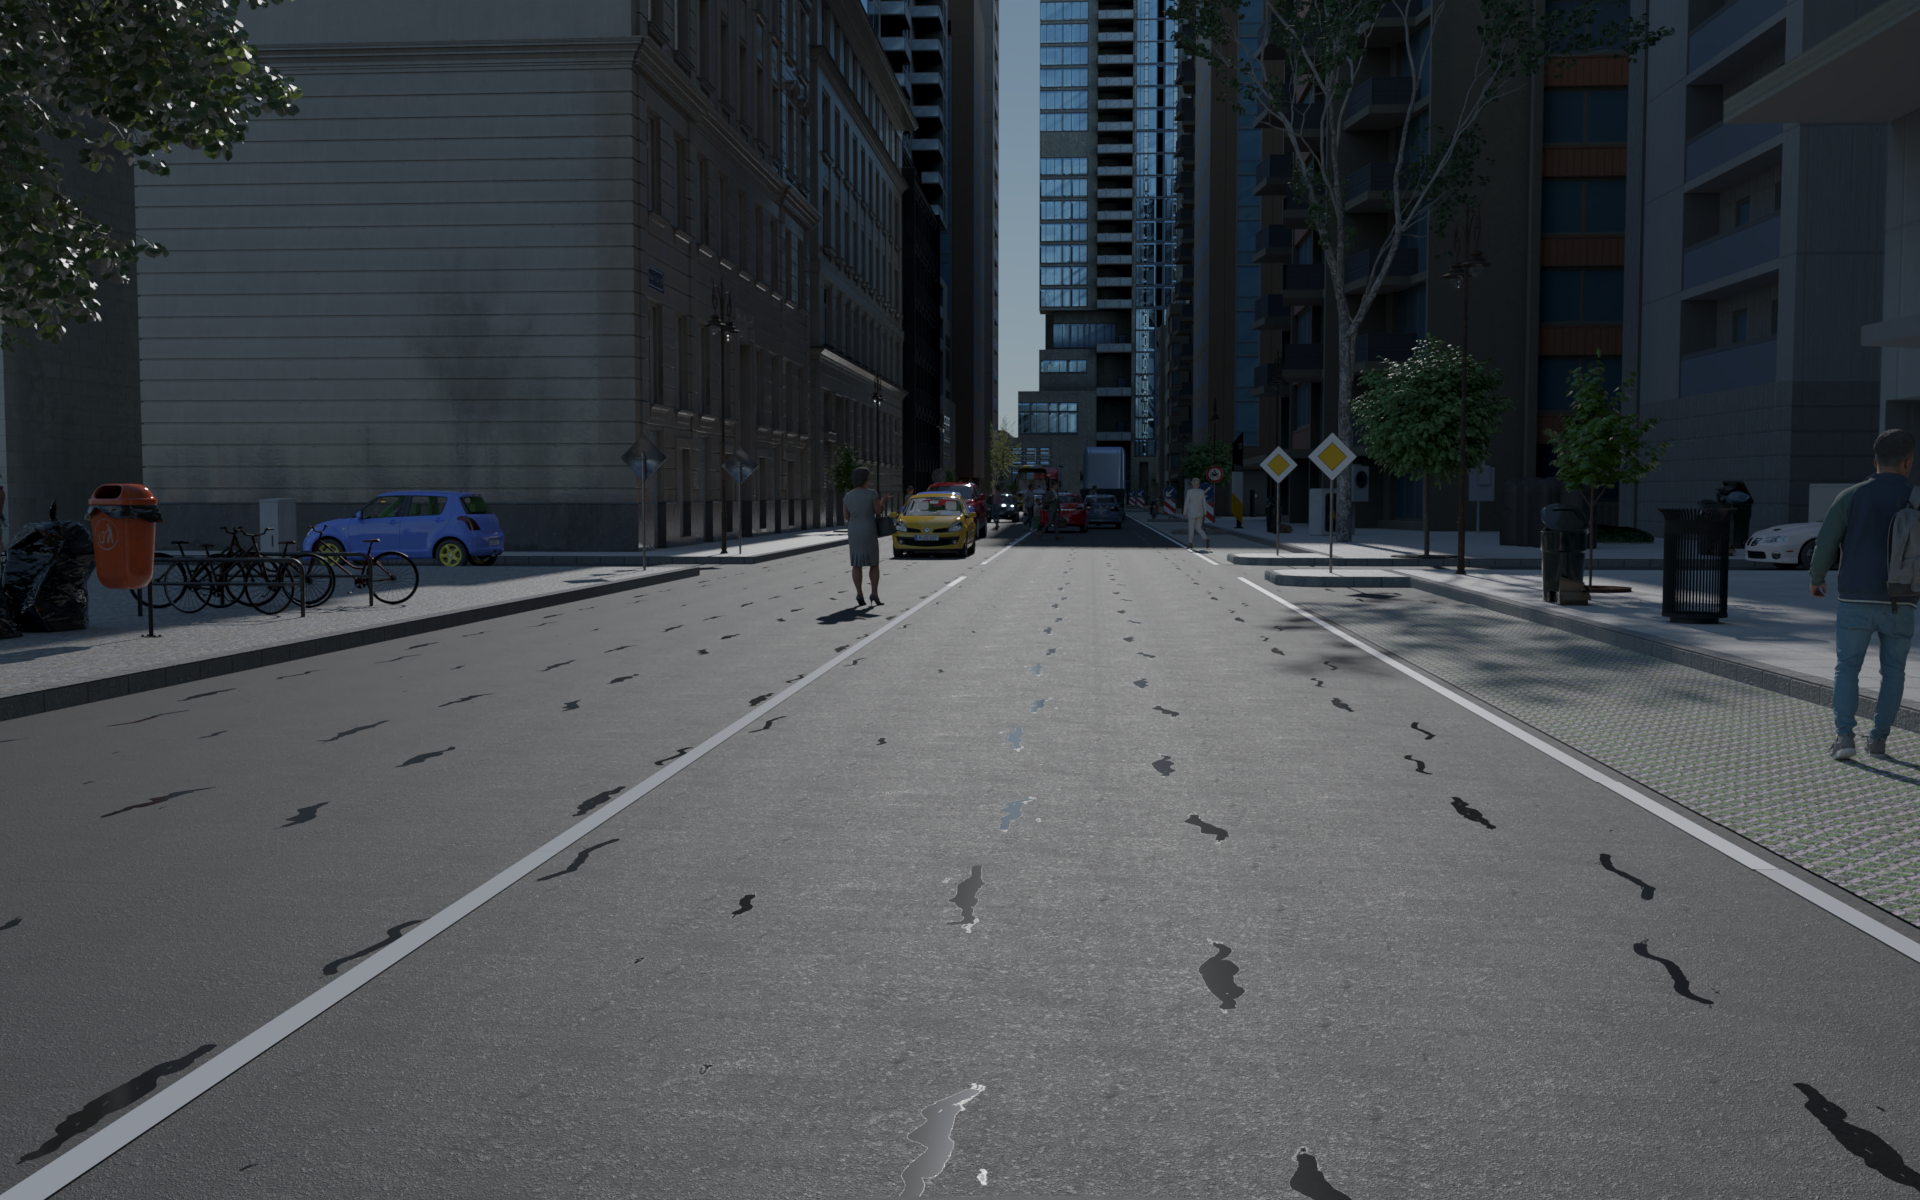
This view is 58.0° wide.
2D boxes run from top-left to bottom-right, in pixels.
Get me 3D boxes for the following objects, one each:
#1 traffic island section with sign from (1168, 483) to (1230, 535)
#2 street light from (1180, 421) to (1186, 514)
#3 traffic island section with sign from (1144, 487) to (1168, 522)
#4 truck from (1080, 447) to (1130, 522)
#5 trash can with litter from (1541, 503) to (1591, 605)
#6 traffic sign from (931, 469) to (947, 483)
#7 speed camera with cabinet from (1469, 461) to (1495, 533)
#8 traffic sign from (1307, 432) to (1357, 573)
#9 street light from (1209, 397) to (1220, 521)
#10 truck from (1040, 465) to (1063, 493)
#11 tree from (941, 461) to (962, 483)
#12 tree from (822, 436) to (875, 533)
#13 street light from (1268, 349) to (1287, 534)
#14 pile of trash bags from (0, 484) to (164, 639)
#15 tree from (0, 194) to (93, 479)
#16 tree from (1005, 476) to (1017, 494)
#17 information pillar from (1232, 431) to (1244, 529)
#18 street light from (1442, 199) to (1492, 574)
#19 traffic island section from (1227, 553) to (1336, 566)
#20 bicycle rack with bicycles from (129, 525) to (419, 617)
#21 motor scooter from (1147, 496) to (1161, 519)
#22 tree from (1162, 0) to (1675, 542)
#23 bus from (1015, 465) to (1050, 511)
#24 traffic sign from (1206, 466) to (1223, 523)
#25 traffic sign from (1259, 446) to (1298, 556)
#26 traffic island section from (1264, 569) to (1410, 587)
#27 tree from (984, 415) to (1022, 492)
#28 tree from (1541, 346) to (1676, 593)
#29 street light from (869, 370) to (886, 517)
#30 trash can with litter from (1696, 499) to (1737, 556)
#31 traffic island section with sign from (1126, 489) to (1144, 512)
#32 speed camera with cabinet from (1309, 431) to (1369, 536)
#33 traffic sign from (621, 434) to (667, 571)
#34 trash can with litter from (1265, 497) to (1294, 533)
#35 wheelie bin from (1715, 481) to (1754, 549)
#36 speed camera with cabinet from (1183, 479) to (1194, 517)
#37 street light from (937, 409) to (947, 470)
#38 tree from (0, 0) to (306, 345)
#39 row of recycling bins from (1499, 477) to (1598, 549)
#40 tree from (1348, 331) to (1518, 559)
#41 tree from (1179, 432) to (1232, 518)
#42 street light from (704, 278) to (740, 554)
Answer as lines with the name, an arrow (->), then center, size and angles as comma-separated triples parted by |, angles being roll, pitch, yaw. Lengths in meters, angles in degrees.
traffic island section with sign -> 8.557, -3.242, 61.629 | 1.989, 1.847, 2.006 | 0, 4, 4
street light -> 14.219, -8.413, 110.339 | 0.468, 5.910, 1.993 | 0, 4, 4
traffic island section with sign -> 10.567, -4.886, 88.510 | 1.989, 1.847, 2.006 | 0, 4, 4
truck -> 7.618, -6.333, 93.304 | 2.967, 4.110, 18.799 | 0, 4, 6
trash can with litter -> 7.192, -0.547, 20.327 | 0.624, 1.170, 1.055 | 0, 4, 5
traffic sign -> -1.062, -5.311, 86.944 | 0.768, 2.556, 0.104 | 1, 4, 9
speed camera with cabinet -> 17.712, -3.805, 56.546 | 2.038, 3.252, 0.660 | 0, 4, -1
traffic sign -> 6.027, -1.496, 28.105 | 0.795, 2.450, 0.064 | 0, 4, 4
street light -> 12.129, -6.711, 82.510 | 0.468, 5.910, 1.993 | 0, 4, 4
truck -> 8.534, -10.938, 167.757 | 2.839, 4.237, 11.283 | 0, 4, 6
tree -> -0.584, -6.547, 101.639 | 1.663, 3.219, 1.824 | 0, 3, 0
tree -> -3.717, -3.871, 57.891 | 1.663, 3.219, 1.824 | 0, 3, 0
street light -> 10.143, -5.054, 55.428 | 0.468, 5.910, 1.993 | 0, 4, 4
pile of trash bags -> -8.648, -0.371, 15.822 | 3.447, 1.369, 1.912 | 1, 4, 22
tree -> -16.131, -4.677, 26.825 | 4.737, 8.622, 4.395 | 0, 3, 0
tree -> 5.922, -11.734, 186.446 | 1.663, 3.219, 1.824 | 0, 3, 0
information pillar -> 10.326, -4.468, 64.405 | 0.504, 3.616, 0.183 | -2, 4, -33
street light -> 8.021, -3.350, 27.555 | 0.468, 5.910, 1.993 | 0, 4, 4
traffic island section -> 6.645, -0.848, 36.144 | 2.009, 0.180, 2.903 | 0, 4, 4
bicycle rack with bicycles -> -7.818, -0.350, 19.109 | 2.925, 0.926, 2.852 | 0, 4, 5
motor scooter -> 10.803, -5.115, 96.403 | 0.815, 1.314, 1.986 | 0, 4, 6
tree -> 11.192, -11.530, 44.409 | 12.611, 20.169, 13.585 | 0, 3, 0
bus -> 6.254, -9.663, 149.540 | 2.896, 3.916, 12.252 | 0, 4, 3
traffic sign -> 11.459, -4.764, 77.993 | 0.768, 2.556, 0.104 | 0, 4, 6
traffic sign -> 6.621, -1.983, 36.068 | 0.795, 2.450, 0.064 | 0, 4, 4
traffic island section -> 6.051, -0.361, 28.181 | 2.009, 0.180, 2.903 | 0, 4, 4
tree -> 3.705, -12.976, 162.523 | 4.360, 8.622, 3.978 | 0, 3, 0
tree -> 8.303, -1.722, 22.760 | 1.663, 3.219, 1.824 | 0, 3, 0
street light -> -3.076, -5.634, 64.900 | 0.468, 5.910, 1.993 | 0, 4, 4
trash can with litter -> 15.847, -1.514, 36.140 | 0.624, 1.170, 1.055 | 0, 4, -8
traffic island section with sign -> 14.254, -7.909, 137.939 | 1.989, 1.847, 2.006 | 0, 4, 4
speed camera with cabinet -> 11.743, -3.625, 53.612 | 2.038, 3.252, 0.660 | -2, 4, -34
traffic sign -> -5.284, -1.549, 28.967 | 0.795, 2.450, 0.064 | 0, 4, 4
trash can with litter -> 10.586, -2.806, 57.259 | 0.624, 1.170, 1.055 | -3, 4, -37
wheelie bin -> 18.167, -2.005, 40.695 | 0.693, 1.594, 0.980 | -1, 4, -18
speed camera with cabinet -> 13.042, -6.376, 98.588 | 0.660, 3.252, 2.038 | 0, 4, 6
street light -> -0.950, -7.326, 92.562 | 0.468, 5.910, 1.993 | 0, 4, 4
tree -> -7.682, -6.300, 9.658 | 9.857, 13.997, 8.962 | 0, 3, 0
row of recycling bins -> 14.192, -2.129, 41.927 | 1.069, 1.692, 3.534 | -1, 4, -12
tree -> 9.561, -3.140, 35.054 | 4.285, 4.588, 4.351 | 0, 3, 0
tree -> 13.271, -6.641, 92.293 | 4.285, 4.588, 4.351 | 0, 3, 0
street light -> -5.081, -3.935, 37.130 | 0.468, 5.910, 1.993 | 0, 4, 4
